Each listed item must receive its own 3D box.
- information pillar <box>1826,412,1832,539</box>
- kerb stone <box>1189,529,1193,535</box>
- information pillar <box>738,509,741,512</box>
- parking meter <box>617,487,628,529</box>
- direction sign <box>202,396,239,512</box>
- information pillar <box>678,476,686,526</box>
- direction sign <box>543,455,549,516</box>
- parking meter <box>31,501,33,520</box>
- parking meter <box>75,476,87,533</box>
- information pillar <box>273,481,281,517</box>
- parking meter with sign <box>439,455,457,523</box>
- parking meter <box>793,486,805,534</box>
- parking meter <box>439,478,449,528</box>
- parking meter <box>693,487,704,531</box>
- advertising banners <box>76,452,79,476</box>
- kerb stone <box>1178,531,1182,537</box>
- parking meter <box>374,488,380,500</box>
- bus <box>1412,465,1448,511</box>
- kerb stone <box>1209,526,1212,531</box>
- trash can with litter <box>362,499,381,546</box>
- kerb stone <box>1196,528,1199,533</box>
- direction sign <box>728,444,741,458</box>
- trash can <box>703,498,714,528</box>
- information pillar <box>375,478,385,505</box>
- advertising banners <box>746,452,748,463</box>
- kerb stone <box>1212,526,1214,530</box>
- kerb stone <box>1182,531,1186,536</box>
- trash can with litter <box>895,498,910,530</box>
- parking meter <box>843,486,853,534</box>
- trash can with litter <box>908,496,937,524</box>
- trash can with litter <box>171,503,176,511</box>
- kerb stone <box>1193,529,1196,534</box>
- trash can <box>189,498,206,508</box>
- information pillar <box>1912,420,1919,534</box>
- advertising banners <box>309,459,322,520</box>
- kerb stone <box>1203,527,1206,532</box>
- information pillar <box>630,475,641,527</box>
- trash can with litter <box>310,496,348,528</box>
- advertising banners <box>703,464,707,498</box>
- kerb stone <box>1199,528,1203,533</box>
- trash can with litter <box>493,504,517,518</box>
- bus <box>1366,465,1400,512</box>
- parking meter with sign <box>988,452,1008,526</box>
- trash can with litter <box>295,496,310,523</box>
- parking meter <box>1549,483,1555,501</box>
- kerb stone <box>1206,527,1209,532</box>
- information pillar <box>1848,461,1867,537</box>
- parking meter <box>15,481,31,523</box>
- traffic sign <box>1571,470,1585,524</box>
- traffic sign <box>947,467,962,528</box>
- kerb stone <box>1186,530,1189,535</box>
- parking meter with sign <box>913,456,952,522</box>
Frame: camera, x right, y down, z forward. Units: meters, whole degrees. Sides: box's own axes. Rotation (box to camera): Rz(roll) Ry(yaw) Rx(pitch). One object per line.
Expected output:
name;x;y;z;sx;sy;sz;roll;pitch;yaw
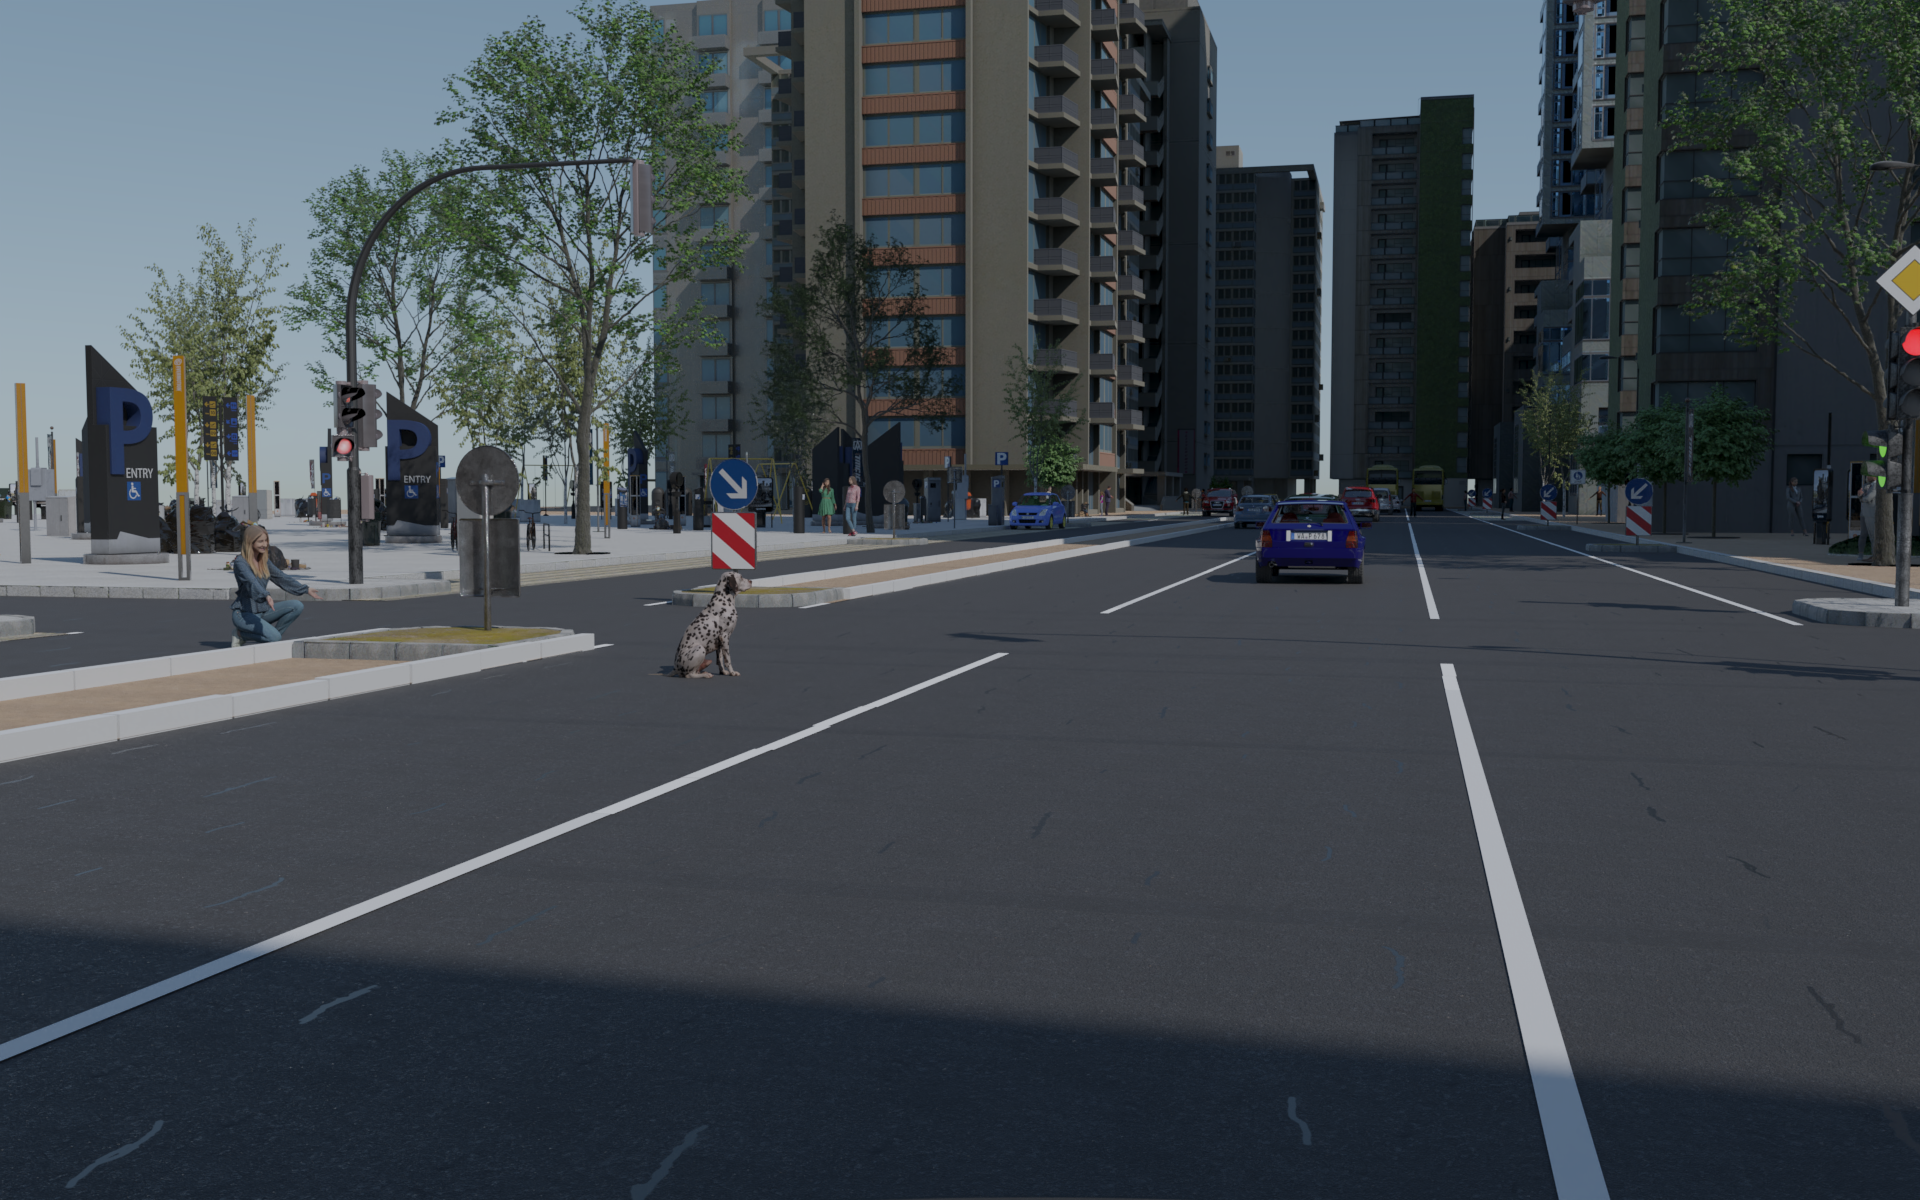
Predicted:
information pillar;24.968;-3.573;49.778;0.183;3.616;0.504;2;4;29
kerb stone;7.966;-2.356;60.747;0.120;0.150;1.000;1;4;14
information pillar;-11.714;-5.286;90.920;0.304;2.012;0.304;3;5;40
parking meter;-12.330;-3.352;63.218;0.372;1.533;0.369;0;3;0
direction sign;-17.176;-2.955;40.306;0.379;3.537;0.876;2;4;34
information pillar;-11.271;-4.010;70.055;0.304;2.012;0.304;-1;4;-22
direction sign;-24.201;-6.674;101.115;0.379;3.537;0.876;0;4;3
parking meter;-45.882;-4.863;85.225;0.399;1.863;0.255;-2;4;-28
parking meter;-29.036;-3.150;57.208;0.255;1.863;0.399;-2;4;-34
information pillar;-37.858;-5.596;95.989;0.304;2.012;0.304;-2;4;-27
parking meter with sign;-22.670;-4.972;77.547;1.738;3.016;0.543;2;4;31
parking meter;-5.242;-2.934;56.375;0.372;1.533;0.369;0;3;0
parking meter;-19.391;-3.632;65.093;0.255;1.863;0.399;0;4;-7
parking meter;-9.218;-3.214;60.961;0.372;1.533;0.369;0;3;0
advertising banners;-36.667;-4.621;71.746;0.090;3.025;2.074;-1;4;-16
kerb stone;7.203;-2.176;57.772;0.120;0.150;1.000;1;4;14
parking meter;-26.376;-4.268;78.200;0.372;1.533;0.369;0;3;0
bus;40.178;-9.586;148.274;2.896;3.916;12.252;1;4;16
kerb stone;9.482;-2.723;66.710;0.120;0.150;1.000;1;4;14
trash can with litter;-14.705;-1.926;42.872;0.624;1.170;1.055;-2;4;-33
kerb stone;8.466;-2.480;62.744;0.120;0.150;1.000;1;4;14
direction sign;-10.263;-5.313;78.871;0.379;3.537;0.876;-3;5;-45
trash can;-9.777;-3.353;66.479;0.748;1.137;0.748;0;3;0
information pillar;-26.874;-4.635;80.279;0.304;2.012;0.304;2;4;31
advertising banners;-8.627;-4.584;71.137;0.090;3.025;2.074;-1;4;-15
kerb stone;9.734;-2.784;67.708;0.120;0.150;1.000;1;4;14
kerb stone;7.450;-2.237;58.764;0.120;0.150;1.000;1;4;14
trash can with litter;-2.021;-3.139;62.709;0.624;1.170;1.055;-1;4;-17
parking meter;-3.553;-2.863;55.220;0.372;1.533;0.369;0;3;0
trash can with litter;-1.826;-3.965;75.885;1.678;1.210;2.233;1;4;17
trash can with litter;-26.353;-2.846;57.927;1.055;1.170;0.624;-1;4;-18
kerb stone;8.210;-2.419;61.747;0.120;0.150;1.000;1;4;14
trash can;-28.960;-3.302;65.637;0.748;1.137;0.748;0;3;0
information pillar;27.689;-3.581;49.896;0.183;3.616;0.504;-1;4;-19
advertising banners;-32.140;-5.550;86.932;2.074;3.025;0.090;3;5;43
kerb stone;8.975;-2.600;64.727;0.120;0.150;1.000;1;4;14
information pillar;-12.695;-3.866;67.707;0.304;2.012;0.304;1;4;13
trash can with litter;-23.753;-3.412;66.851;2.233;1.210;1.678;-1;4;-17
advertising banners;-14.832;-6.326;99.620;0.090;3.025;2.074;1;4;9
kerb stone;8.719;-2.540;63.735;0.120;0.150;1.000;1;4;14
trash can with litter;-11.432;-1.951;43.278;0.624;1.170;1.055;-1;4;-9
bus;35.324;-9.374;144.813;2.896;3.916;12.252;1;4;14
parking meter with sign;1.534;-4.568;70.955;0.543;3.016;1.738;1;4;14
trash can with litter;-29.077;-4.105;78.179;2.233;1.210;1.678;2;4;30
parking meter;30.148;-5.046;88.217;0.255;1.863;0.399;1;4;12
kerb stone;9.227;-2.657;65.718;0.120;0.150;1.000;1;4;14
information pillar;20.336;-2.122;39.184;0.304;2.012;0.304;-3;5;-40
parking meter;-41.639;-4.351;76.850;0.399;1.863;0.255;0;4;4
traffic sign;26.094;-4.345;73.173;0.606;2.300;0.079;1;4;16
traffic sign;-0.204;-3.819;64.573;0.606;2.300;0.079;2;4;24
kerb stone;7.711;-2.297;59.757;0.120;0.150;1.000;1;4;14
parking meter with sign;-1.282;-5.101;79.661;1.738;3.016;0.543;-2;4;-27
